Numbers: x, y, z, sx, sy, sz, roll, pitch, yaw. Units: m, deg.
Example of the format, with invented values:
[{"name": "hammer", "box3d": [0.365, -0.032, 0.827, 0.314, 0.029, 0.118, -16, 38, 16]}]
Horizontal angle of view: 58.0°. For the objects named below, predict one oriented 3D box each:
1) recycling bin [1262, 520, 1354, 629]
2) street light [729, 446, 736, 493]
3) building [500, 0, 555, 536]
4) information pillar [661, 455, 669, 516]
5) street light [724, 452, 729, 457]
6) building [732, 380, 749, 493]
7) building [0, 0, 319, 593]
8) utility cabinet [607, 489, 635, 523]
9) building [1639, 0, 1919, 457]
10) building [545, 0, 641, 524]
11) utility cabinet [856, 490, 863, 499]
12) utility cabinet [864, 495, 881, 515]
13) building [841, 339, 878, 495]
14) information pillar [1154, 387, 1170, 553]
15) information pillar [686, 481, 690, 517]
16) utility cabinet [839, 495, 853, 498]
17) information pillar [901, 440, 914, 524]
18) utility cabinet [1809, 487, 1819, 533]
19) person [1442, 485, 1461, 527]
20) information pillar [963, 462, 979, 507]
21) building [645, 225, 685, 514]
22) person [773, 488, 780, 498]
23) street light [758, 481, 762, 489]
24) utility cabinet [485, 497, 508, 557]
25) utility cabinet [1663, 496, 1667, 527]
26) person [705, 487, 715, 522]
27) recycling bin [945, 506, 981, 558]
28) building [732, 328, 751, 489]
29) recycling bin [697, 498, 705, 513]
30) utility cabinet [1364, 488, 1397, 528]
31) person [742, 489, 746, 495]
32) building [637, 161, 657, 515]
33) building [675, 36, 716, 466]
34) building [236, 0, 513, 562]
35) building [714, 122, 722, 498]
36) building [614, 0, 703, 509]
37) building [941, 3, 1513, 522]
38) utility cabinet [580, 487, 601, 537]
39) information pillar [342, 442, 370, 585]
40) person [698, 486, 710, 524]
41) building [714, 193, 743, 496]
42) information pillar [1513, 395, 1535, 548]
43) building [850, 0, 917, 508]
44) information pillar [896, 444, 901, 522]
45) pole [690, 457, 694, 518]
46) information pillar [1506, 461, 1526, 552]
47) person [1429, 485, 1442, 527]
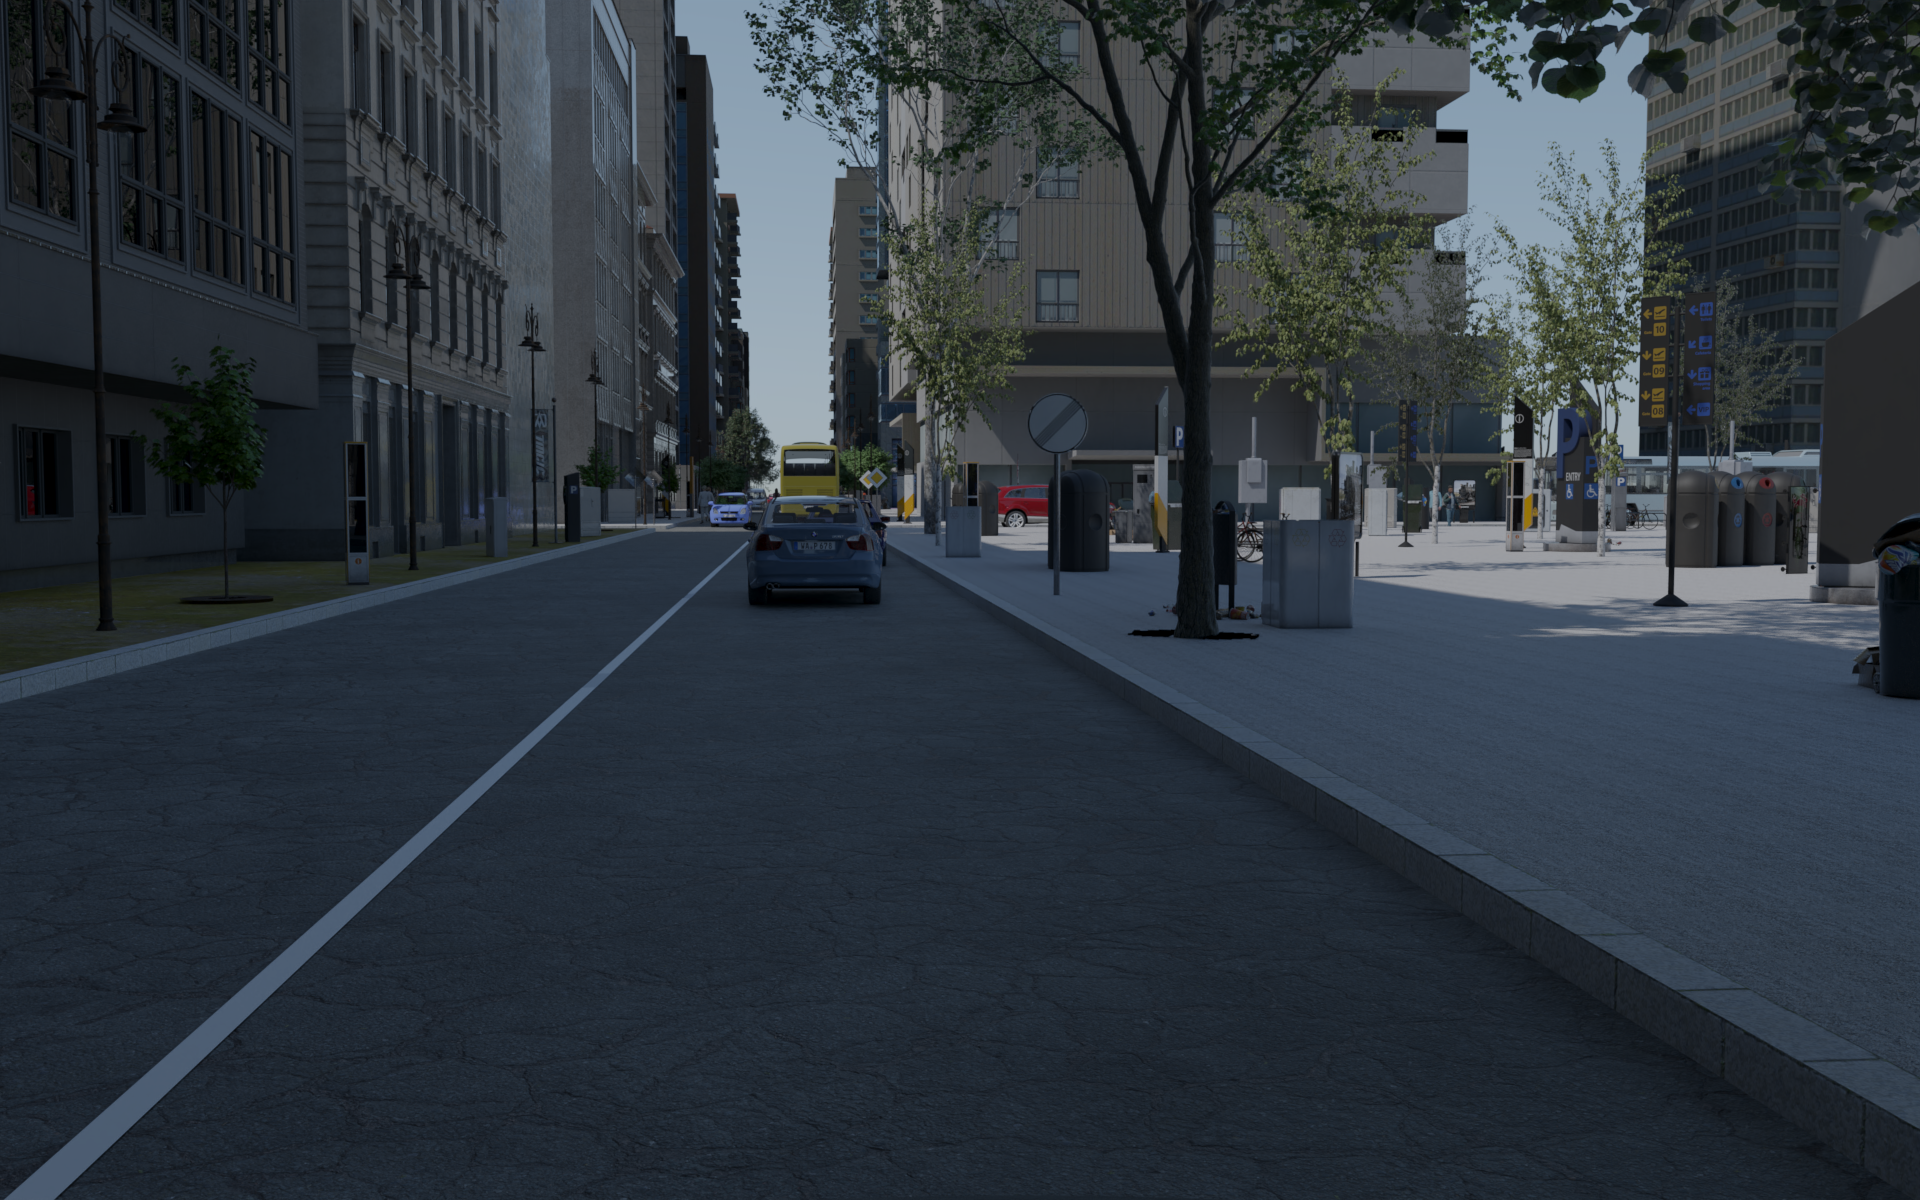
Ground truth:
[{"name": "recycling bin", "box3d": [3.376, -0.262, 16.831, 0.722, 1.027, 0.722, 0, 4, -5]}, {"name": "street light", "box3d": [-21.501, -11.573, 162.011, 0.468, 5.910, 1.993, 0, 4, -5]}, {"name": "building", "box3d": [-22.301, -12.264, 55.268, 16.860, 20.320, 10.420, 0, 4, -5]}, {"name": "information pillar", "box3d": [-17.060, -6.671, 100.428, 0.504, 3.616, 0.183, 1, 4, 20]}, {"name": "street light", "box3d": [-20.300, -10.749, 148.535, 0.468, 5.910, 1.993, 0, 4, -5]}, {"name": "building", "box3d": [-47.826, -26.248, 274.198, 27.650, 21.520, 28.899, 0, 4, -5]}, {"name": "building", "box3d": [-17.552, -13.779, 18.792, 14.314, 27.812, 24.014, 0, 4, -5]}, {"name": "utility cabinet", "box3d": [-15.014, -4.163, 76.743, 1.173, 1.500, 0.318, -1, 4, -18]}, {"name": "building", "box3d": [54.305, -24.778, 96.994, 23.993, 40.220, 32.217, 0, 4, -5]}, {"name": "building", "box3d": [-22.235, -16.141, 81.933, 12.078, 24.808, 19.932, 0, 4, -5]}, {"name": "utility cabinet", "box3d": [-6.019, -5.840, 104.162, 0.318, 1.500, 1.173, 0, 4, 3]}, {"name": "utility cabinet", "box3d": [-5.380, -5.816, 106.256, 1.020, 1.237, 0.306, -2, 4, -26]}, {"name": "building", "box3d": [-0.129, -22.209, 208.152, 27.650, 21.520, 28.899, 0, 4, -5]}, {"name": "information pillar", "box3d": [4.388, -2.835, 37.713, 0.183, 3.616, 0.504, 2, 4, 32]}, {"name": "information pillar", "box3d": [-14.971, -5.591, 95.910, 0.304, 2.012, 0.304, 1, 4, 10]}, {"name": "utility cabinet", "box3d": [-8.096, -6.823, 122.720, 1.020, 1.237, 0.306, 1, 4, 14]}, {"name": "information pillar", "box3d": [-2.201, -5.106, 74.832, 0.504, 3.616, 0.183, 3, 4, 36]}, {"name": "utility cabinet", "box3d": [27.899, -2.944, 56.812, 1.173, 1.500, 0.318, 2, 4, 29]}, {"name": "person", "box3d": [19.877, -3.754, 70.220, 0.623, 1.781, 0.721, -3, 5, -39]}, {"name": "information pillar", "box3d": [0.254, -2.166, 39.902, 0.304, 2.012, 0.304, -1, 4, -14]}, {"name": "building", "box3d": [-25.926, -17.497, 122.240, 11.583, 22.565, 21.152, 0, 4, -5]}, {"name": "person", "box3d": [-11.843, -6.313, 111.720, 0.555, 1.821, 0.388, -2, 4, -35]}, {"name": "street light", "box3d": [-31.373, -18.164, 269.768, 0.468, 5.910, 1.993, 0, 4, -5]}, {"name": "utility cabinet", "box3d": [-9.555, -1.498, 35.661, 0.306, 1.237, 1.020, -2, 4, -24]}, {"name": "utility cabinet", "box3d": [28.100, -3.464, 67.795, 1.020, 1.237, 0.306, 1, 4, 18]}, {"name": "person", "box3d": [-12.986, -4.941, 89.508, 0.478, 1.798, 0.641, 2, 4, 32]}, {"name": "recycling bin", "box3d": [0.064, -1.393, 35.337, 0.722, 1.027, 0.722, 0, 4, -1]}, {"name": "building", "box3d": [-43.170, -32.061, 295.905, 14.160, 30.474, 14.107, 0, 4, -5]}, {"name": "recycling bin", "box3d": [-17.345, -6.401, 117.211, 0.722, 1.027, 0.722, -2, 4, -30]}, {"name": "utility cabinet", "box3d": [15.967, -3.491, 65.749, 1.173, 1.500, 0.318, 2, 4, 35]}, {"name": "person", "box3d": [-17.110, -7.891, 137.698, 0.709, 1.800, 0.728, 1, 4, 15]}, {"name": "building", "box3d": [-24.099, -16.692, 101.786, 11.050, 23.489, 19.941, 0, 4, -5]}, {"name": "building", "box3d": [-31.867, -32.019, 173.625, 14.600, 45.320, 14.200, 0, 4, -5]}, {"name": "building", "box3d": [-16.961, -11.724, 40.842, 9.793, 20.994, 18.267, 0, 4, -5]}, {"name": "building", "box3d": [-38.582, -35.232, 195.657, 23.786, 49.044, 30.456, 0, 4, -5]}, {"name": "building", "box3d": [-33.725, -43.808, 154.510, 20.563, 71.187, 20.611, 0, 4, -5]}, {"name": "building", "box3d": [10.895, -30.590, 89.384, 27.495, 52.752, 28.713, 0, 4, -5]}, {"name": "utility cabinet", "box3d": [-11.216, -2.653, 52.058, 0.318, 1.500, 1.173, 1, 4, 18]}, {"name": "information pillar", "box3d": [-8.519, -1.220, 24.440, 0.304, 2.012, 0.304, -2, 4, -25]}, {"name": "person", "box3d": [-12.241, -4.576, 83.194, 0.514, 1.842, 0.818, -3, 5, -43]}, {"name": "building", "box3d": [-42.168, -36.069, 244.348, 22.147, 44.769, 28.867, 0, 4, -5]}, {"name": "information pillar", "box3d": [13.271, -3.028, 40.855, 0.504, 3.616, 0.183, 3, 5, 40]}, {"name": "building", "box3d": [0.323, -52.815, 176.190, 22.319, 86.520, 31.000, 0, 4, -5]}, {"name": "information pillar", "box3d": [-2.710, -5.469, 80.775, 0.504, 3.616, 0.183, 1, 4, 20]}, {"name": "pole", "box3d": [-14.617, -6.149, 94.379, 0.158, 3.312, 0.155, 0, 3, 0]}, {"name": "information pillar", "box3d": [12.333, -2.078, 38.461, 0.304, 2.012, 0.304, 0, 4, -4]}, {"name": "person", "box3d": [18.949, -3.710, 69.024, 0.748, 1.841, 0.638, -3, 5, -40]}]
